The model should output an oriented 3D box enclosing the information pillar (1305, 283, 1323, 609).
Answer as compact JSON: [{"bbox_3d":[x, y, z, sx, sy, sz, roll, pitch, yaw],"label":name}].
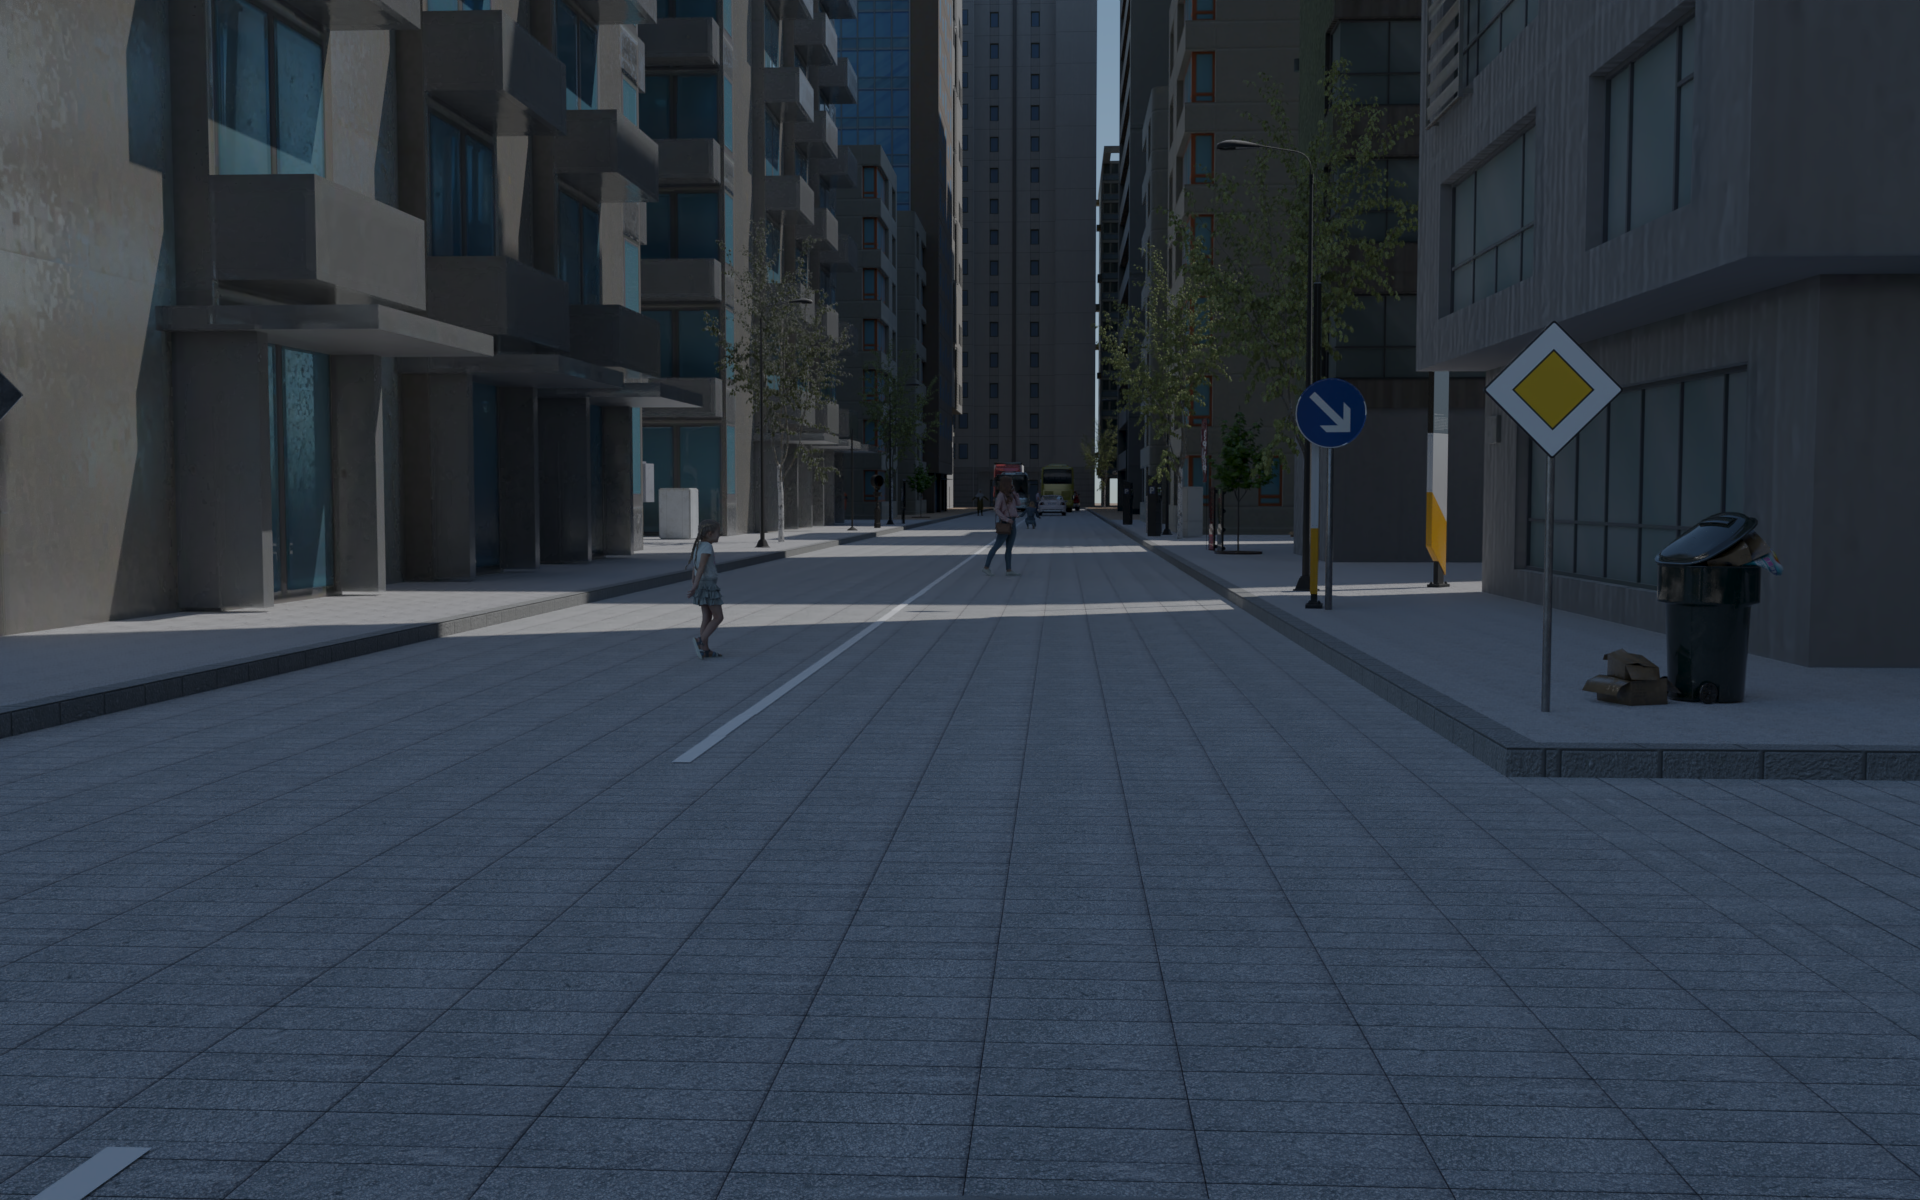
[{"bbox_3d":[4.011,-1.722,19.504,0.183,3.616,0.504,1,4,13],"label":"information pillar"}]

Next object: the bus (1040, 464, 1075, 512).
[{"bbox_3d":[7.848,-9.047,139.461,2.896,3.916,12.252,0,4,3],"label":"bus"}]

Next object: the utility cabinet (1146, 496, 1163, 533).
[{"bbox_3d":[6.372,-2.792,56.817,0.306,1.237,1.020,-1,4,-9],"label":"utility cabinet"}]

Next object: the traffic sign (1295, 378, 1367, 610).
[{"bbox_3d":[4.087,-1.164,19.130,0.768,2.556,0.104,1,4,13],"label":"traffic sign"}]

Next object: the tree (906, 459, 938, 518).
[{"bbox_3d":[-2.251,-6.082,94.048,1.663,3.219,1.824,0,3,0],"label":"tree"}]

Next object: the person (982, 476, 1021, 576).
[{"bbox_3d":[0.729,-1.301,30.357,0.643,1.750,0.593,2,4,26],"label":"person"}]

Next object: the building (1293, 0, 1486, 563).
[{"bbox_3d":[14.323,-16.295,38.117,14.160,30.474,14.107,0,4,3],"label":"building"}]

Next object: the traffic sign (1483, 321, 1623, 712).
[{"bbox_3d":[3.449,-0.398,10.146,0.795,2.450,0.064,0,4,3],"label":"traffic sign"}]

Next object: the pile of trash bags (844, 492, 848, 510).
[{"bbox_3d":[-7.169,-4.596,84.897,3.447,1.369,1.912,1,4,11],"label":"pile of trash bags"}]

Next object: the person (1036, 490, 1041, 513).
[{"bbox_3d":[5.551,-6.877,121.875,0.436,1.711,0.756,0,4,2],"label":"person"}]

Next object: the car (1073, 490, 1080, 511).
[{"bbox_3d":[9.256,-8.596,149.223,2.281,1.827,5.304,0,4,2],"label":"car"}]

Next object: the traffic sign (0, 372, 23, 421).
[{"bbox_3d":[-6.178,-0.433,10.726,0.795,2.450,0.064,0,4,3],"label":"traffic sign"}]

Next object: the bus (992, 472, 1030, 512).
[{"bbox_3d":[4.292,-8.913,140.582,2.948,3.499,13.247,0,4,3],"label":"bus"}]

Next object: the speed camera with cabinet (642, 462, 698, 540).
[{"bbox_3d":[-8.486,-3.357,49.228,2.038,3.252,0.660,1,4,16],"label":"speed camera with cabinet"}]

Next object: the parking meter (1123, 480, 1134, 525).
[{"bbox_3d":[7.027,-4.080,72.417,0.399,1.863,0.255,2,4,32],"label":"parking meter"}]

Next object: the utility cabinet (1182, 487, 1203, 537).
[{"bbox_3d":[6.851,-2.618,51.487,0.318,1.500,1.173,2,4,30],"label":"utility cabinet"}]

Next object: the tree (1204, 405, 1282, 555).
[{"bbox_3d":[5.860,-2.593,37.000,1.663,3.219,1.824,0,3,0],"label":"tree"}]

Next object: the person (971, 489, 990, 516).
[{"bbox_3d":[1.328,-6.347,113.010,1.217,1.736,0.721,-1,4,-10],"label":"person"}]

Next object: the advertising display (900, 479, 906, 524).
[{"bbox_3d":[-2.463,-4.269,75.017,0.123,1.923,0.974,-1,4,-8],"label":"advertising display"}]

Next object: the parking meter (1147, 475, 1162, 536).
[{"bbox_3d":[5.918,-2.870,52.637,0.399,1.863,0.255,3,5,43],"label":"parking meter"}]

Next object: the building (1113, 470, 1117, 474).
[{"bbox_3d":[24.895,-32.005,142.896,23.786,49.044,30.456,0,4,3],"label":"building"}]

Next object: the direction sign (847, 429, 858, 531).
[{"bbox_3d":[-3.787,-4.207,60.778,0.379,3.537,0.876,0,4,-5],"label":"direction sign"}]

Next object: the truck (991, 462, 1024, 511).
[{"bbox_3d":[4.341,-10.126,154.471,2.839,4.237,11.283,0,4,3],"label":"truck"}]

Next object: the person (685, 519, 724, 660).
[{"bbox_3d":[-2.279,-0.100,15.151,0.382,1.210,0.505,-2,4,-29],"label":"person"}]

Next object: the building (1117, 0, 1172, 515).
[{"bbox_3d":[21.779,-30.174,117.050,21.300,48.544,21.600,0,4,3],"label":"building"}]

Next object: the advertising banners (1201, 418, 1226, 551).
[{"bbox_3d":[5.728,-2.635,39.269,0.090,3.025,2.074,0,4,-6],"label":"advertising banners"}]

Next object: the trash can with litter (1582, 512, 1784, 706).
[{"bbox_3d":[4.432,0.046,10.640,1.055,1.170,0.624,-1,4,-18],"label":"trash can with litter"}]

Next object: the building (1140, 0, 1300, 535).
[{"bbox_3d":[21.621,-13.604,67.463,27.650,21.520,28.899,0,4,3],"label":"building"}]

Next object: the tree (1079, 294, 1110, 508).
[{"bbox_3d":[6.036,-6.045,49.205,4.737,8.622,4.395,0,3,0],"label":"tree"}]

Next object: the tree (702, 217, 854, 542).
[{"bbox_3d":[-4.786,-5.856,46.103,4.360,8.622,3.978,0,3,0],"label":"tree"}]

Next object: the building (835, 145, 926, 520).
[{"bbox_3d":[-16.880,-15.666,101.182,27.650,21.520,28.899,0,4,3],"label":"building"}]

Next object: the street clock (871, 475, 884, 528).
[{"bbox_3d":[-3.115,-3.713,65.269,0.471,2.002,0.358,-3,4,-37],"label":"street clock"}]

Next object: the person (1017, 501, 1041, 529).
[{"bbox_3d":[2.831,-3.509,71.376,1.012,1.151,0.738,0,4,4],"label":"person"}]

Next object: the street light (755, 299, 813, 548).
[{"bbox_3d":[-4.201,-4.209,41.355,1.470,5.913,1.316,0,4,3],"label":"street light"}]

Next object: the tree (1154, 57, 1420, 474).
[{"bbox_3d":[5.669,-4.811,29.024,4.737,8.622,4.395,0,3,0],"label":"tree"}]

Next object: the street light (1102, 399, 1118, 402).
[{"bbox_3d":[7.631,-6.874,84.924,1.470,5.913,1.316,0,4,3],"label":"street light"}]

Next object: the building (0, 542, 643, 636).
[{"bbox_3d":[-17.528,-24.848,25.871,23.786,49.044,30.456,0,4,3],"label":"building"}]

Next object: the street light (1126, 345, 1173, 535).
[{"bbox_3d":[5.945,-4.989,54.114,1.470,5.913,1.316,0,4,3],"label":"street light"}]

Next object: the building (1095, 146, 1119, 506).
[{"bbox_3d":[26.477,-30.076,183.623,23.993,40.220,32.217,0,4,3],"label":"building"}]

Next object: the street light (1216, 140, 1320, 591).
[{"bbox_3d":[4.062,-3.079,22.878,1.470,5.913,1.316,0,4,3],"label":"street light"}]

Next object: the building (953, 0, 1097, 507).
[{"bbox_3d":[-0.096,-39.011,179.828,28.212,58.520,21.231,0,4,3],"label":"building"}]

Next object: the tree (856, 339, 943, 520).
[{"bbox_3d":[-3.092,-8.121,83.148,4.737,8.622,4.395,0,3,0],"label":"tree"}]

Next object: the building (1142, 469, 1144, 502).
[{"bbox_3d":[20.916,-40.158,94.830,20.563,71.187,20.611,0,4,3],"label":"building"}]

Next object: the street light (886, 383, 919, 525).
[{"bbox_3d":[-2.391,-6.117,72.558,1.470,5.913,1.316,0,4,3],"label":"street light"}]

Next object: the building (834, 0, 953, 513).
[{"bbox_3d":[-7.883,-28.840,121.640,14.600,45.320,14.200,0,4,3],"label":"building"}]

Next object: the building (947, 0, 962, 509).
[{"bbox_3d":[-13.512,-34.103,146.828,27.495,52.752,28.713,0,4,3],"label":"building"}]

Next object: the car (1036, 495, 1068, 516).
[{"bbox_3d":[6.135,-6.300,115.367,2.083,1.381,4.827,0,4,3],"label":"car"}]

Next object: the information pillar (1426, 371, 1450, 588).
[{"bbox_3d":[6.543,-1.979,23.706,0.183,3.616,0.504,3,5,40],"label":"information pillar"}]

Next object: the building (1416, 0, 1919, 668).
[{"bbox_3d":[12.425,-20.230,14.358,14.086,41.232,14.154,0,4,3],"label":"building"}]

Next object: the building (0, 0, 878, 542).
[{"bbox_3d":[-15.834,-27.193,64.221,23.786,49.044,30.456,0,4,3],"label":"building"}]

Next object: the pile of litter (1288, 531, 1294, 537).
[{"bbox_3d":[10.311,-2.295,51.492,1.176,0.858,1.719,2,4,33],"label":"pile of litter"}]
